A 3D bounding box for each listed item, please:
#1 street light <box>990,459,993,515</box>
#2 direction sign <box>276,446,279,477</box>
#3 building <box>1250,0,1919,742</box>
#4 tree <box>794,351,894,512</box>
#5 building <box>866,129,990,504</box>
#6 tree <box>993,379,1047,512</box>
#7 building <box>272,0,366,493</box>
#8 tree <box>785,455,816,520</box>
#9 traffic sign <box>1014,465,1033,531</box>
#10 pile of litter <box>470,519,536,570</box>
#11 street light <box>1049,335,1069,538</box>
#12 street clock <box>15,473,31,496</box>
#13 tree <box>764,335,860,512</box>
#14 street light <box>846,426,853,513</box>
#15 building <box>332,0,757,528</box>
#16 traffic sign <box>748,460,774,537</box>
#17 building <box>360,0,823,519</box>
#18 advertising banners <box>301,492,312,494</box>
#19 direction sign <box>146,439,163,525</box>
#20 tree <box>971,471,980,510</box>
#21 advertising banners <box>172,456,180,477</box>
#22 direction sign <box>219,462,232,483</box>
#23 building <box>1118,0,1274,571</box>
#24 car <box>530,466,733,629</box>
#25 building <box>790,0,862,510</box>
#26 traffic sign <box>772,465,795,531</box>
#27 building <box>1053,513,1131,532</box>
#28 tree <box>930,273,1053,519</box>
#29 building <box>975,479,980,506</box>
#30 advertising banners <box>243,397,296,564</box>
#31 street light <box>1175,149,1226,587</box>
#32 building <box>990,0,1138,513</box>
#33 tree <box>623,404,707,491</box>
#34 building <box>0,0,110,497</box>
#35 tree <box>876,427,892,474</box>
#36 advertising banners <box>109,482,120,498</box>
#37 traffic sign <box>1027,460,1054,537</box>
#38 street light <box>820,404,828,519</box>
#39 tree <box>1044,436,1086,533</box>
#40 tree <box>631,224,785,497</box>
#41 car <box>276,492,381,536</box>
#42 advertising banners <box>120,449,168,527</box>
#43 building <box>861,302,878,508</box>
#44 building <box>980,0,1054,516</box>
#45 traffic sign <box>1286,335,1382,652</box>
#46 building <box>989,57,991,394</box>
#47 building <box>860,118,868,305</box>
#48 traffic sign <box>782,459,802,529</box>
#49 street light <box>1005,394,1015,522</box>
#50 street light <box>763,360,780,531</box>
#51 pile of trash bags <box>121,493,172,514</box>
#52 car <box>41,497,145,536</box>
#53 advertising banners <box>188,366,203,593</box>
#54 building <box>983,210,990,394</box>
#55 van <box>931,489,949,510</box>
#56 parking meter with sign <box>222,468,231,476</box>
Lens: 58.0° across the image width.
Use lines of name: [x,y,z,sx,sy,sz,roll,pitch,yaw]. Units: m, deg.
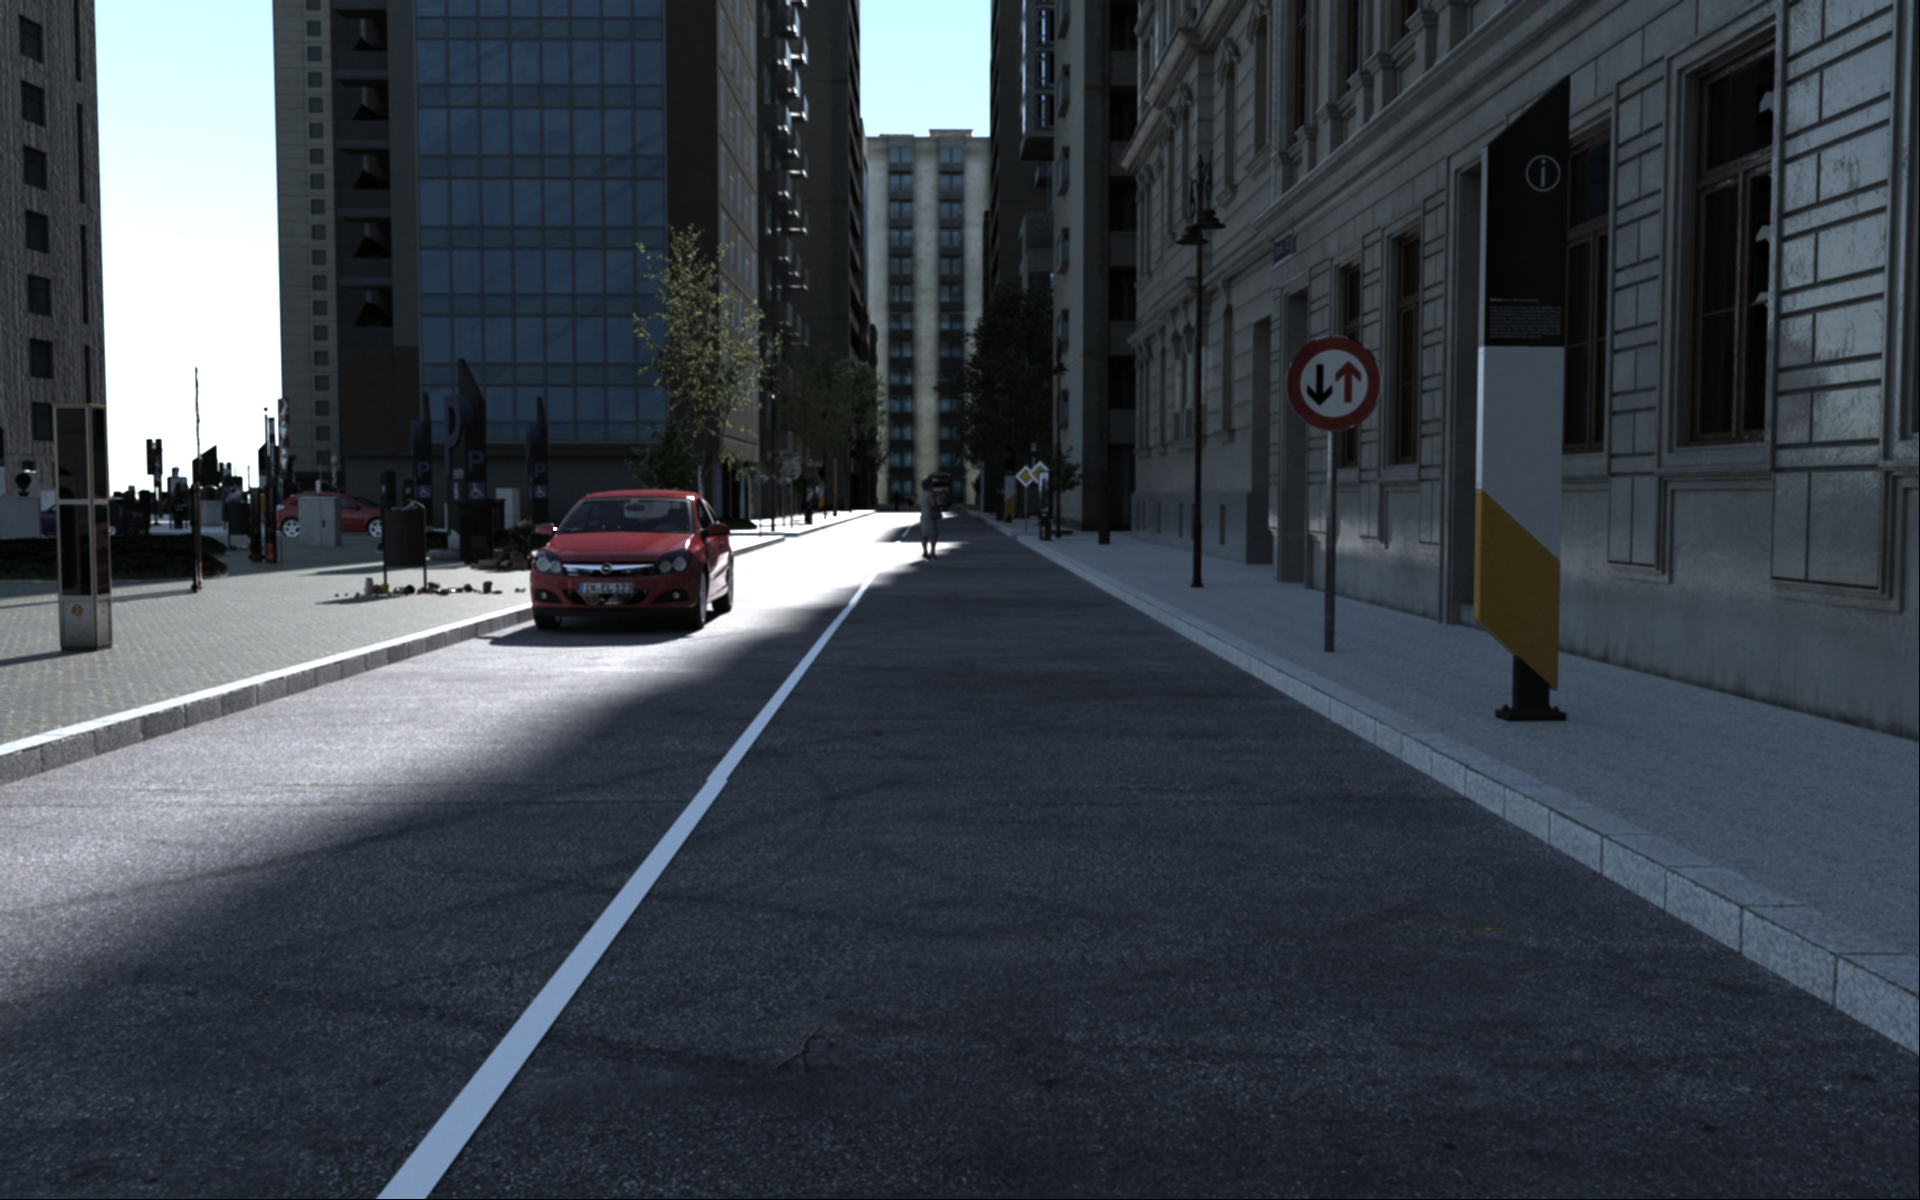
street light: [1.975,-8.211,107.031,0.468,5.910,1.993,0,4,-1]
direction sign: [-31.978,-5.475,81.509,0.379,3.537,0.876,0,4,7]
building: [9.806,-10.980,15.682,11.583,22.565,21.152,0,4,-1]
tree: [-8.361,-12.260,126.200,9.928,11.665,9.643,0,3,0]
building: [-1.307,-37.328,229.921,30.456,49.044,23.786,0,4,-1]
tree: [3.010,-9.087,98.929,4.360,8.622,3.978,0,3,0]
building: [-63.682,-46.418,197.183,20.611,71.187,20.563,0,4,-1]
tree: [-7.840,-5.537,85.135,1.663,3.219,1.824,0,3,0]
traffic sign: [2.263,-3.411,59.409,0.795,2.450,0.064,0,4,-1]
pile of litter: [-7.688,-0.957,29.607,1.176,0.858,1.719,-2,4,-35]
street light: [2.874,-4.750,50.458,0.468,5.910,1.993,0,4,-1]
street clock: [-32.470,-3.395,60.075,0.471,2.002,0.358,-2,4,-34]
tree: [-6.944,-7.981,80.846,4.737,8.622,4.395,0,3,0]
street light: [-7.302,-8.725,115.446,0.468,5.910,1.993,0,4,-1]
building: [-15.891,-25.684,70.040,14.600,45.320,14.200,0,4,-1]
traffic sign: [-5.917,-2.917,51.328,0.795,2.450,0.064,0,4,-1]
building: [-20.489,-29.390,100.136,23.786,49.044,30.456,0,4,-1]
advertising banners: [-40.318,-6.706,105.823,2.074,3.025,0.090,2,4,25]
direction sign: [-32.936,-4.824,70.872,0.876,3.537,0.379,2,4,24]
tree: [1.605,-9.073,142.936,1.663,3.219,1.824,0,3,0]
advertising banners: [-35.247,-5.007,78.055,0.090,3.025,2.074,-2,4,-27]
direction sign: [-52.083,-8.004,122.855,0.876,3.537,0.379,0,4,-4]
building: [11.323,-15.346,38.301,14.401,28.519,23.554,0,4,-1]
car: [-3.642,-0.652,19.697,2.155,1.783,4.494,0,4,-1]
building: [-19.384,-31.851,144.470,21.300,48.544,21.600,0,4,-1]
traffic sign: [-6.031,-3.405,59.312,0.795,2.450,0.064,0,4,-1]
building: [14.518,-27.200,68.424,21.600,48.544,21.300,0,4,-1]
tree: [3.249,-10.575,89.912,9.611,12.733,9.660,0,3,0]
building: [17.958,-30.906,197.189,32.217,40.220,23.993,0,4,-1]
advertising banners: [-12.829,-2.199,32.147,0.090,3.025,2.074,-3,5,-42]
street light: [3.271,-3.115,23.718,0.468,5.910,1.993,0,4,-1]
building: [13.521,-31.897,145.215,21.300,48.544,21.600,0,4,-1]
tree: [-6.237,-2.618,37.402,1.663,3.219,1.824,0,3,0]
building: [-43.721,-18.093,67.527,14.107,30.474,14.160,0,4,-1]
tree: [-9.396,-14.582,188.781,4.360,8.622,3.978,0,3,0]
advertising banners: [-48.614,-6.346,99.947,0.090,3.025,2.074,2,4,28]
traffic sign: [2.376,-2.922,51.425,0.795,2.450,0.064,0,4,-1]
street light: [-6.863,-7.047,88.004,0.468,5.910,1.993,0,4,-1]
tree: [3.307,-3.877,57.985,1.663,3.219,1.824,0,3,0]
tree: [-6.987,-5.914,47.062,4.360,8.622,3.978,0,3,0]
car: [-19.758,-2.860,55.799,4.494,1.783,2.155,0,4,1]
advertising banners: [-31.307,-4.298,66.454,0.090,3.025,2.074,1,4,18]
building: [-22.434,-19.916,170.658,27.650,21.520,28.899,0,4,-1]
building: [12.898,-49.038,114.443,22.319,86.520,31.000,0,4,-1]
traffic sign: [3.007,-0.851,14.022,0.768,2.556,0.104,0,4,2]
building: [9.745,-29.333,163.196,14.154,41.232,14.086,0,4,-1]
building: [-18.119,-33.765,202.160,14.200,45.320,14.600,0,4,-1]
traffic sign: [-6.194,-3.885,63.621,0.768,2.556,0.104,0,4,3]
street light: [2.337,-6.575,80.291,0.468,5.910,1.993,0,4,-1]
street light: [-6.481,-5.324,59.842,0.468,5.910,1.993,0,4,-1]
pile of trash bags: [-51.948,-6.140,110.140,1.912,1.369,3.447,2,4,28]
car: [-28.509,-2.657,56.016,3.894,1.354,1.945,0,4,-2]
advertising banners: [-10.255,-1.656,23.256,0.090,3.025,2.074,-1,4,-20]
building: [9.286,-24.871,178.347,14.160,30.474,14.107,0,4,-1]
van: [-1.980,-8.935,153.093,2.013,2.044,4.112,0,4,0]
parking meter with sign: [-49.161,-7.350,116.434,0.543,3.016,1.738,-2,4,-29]
